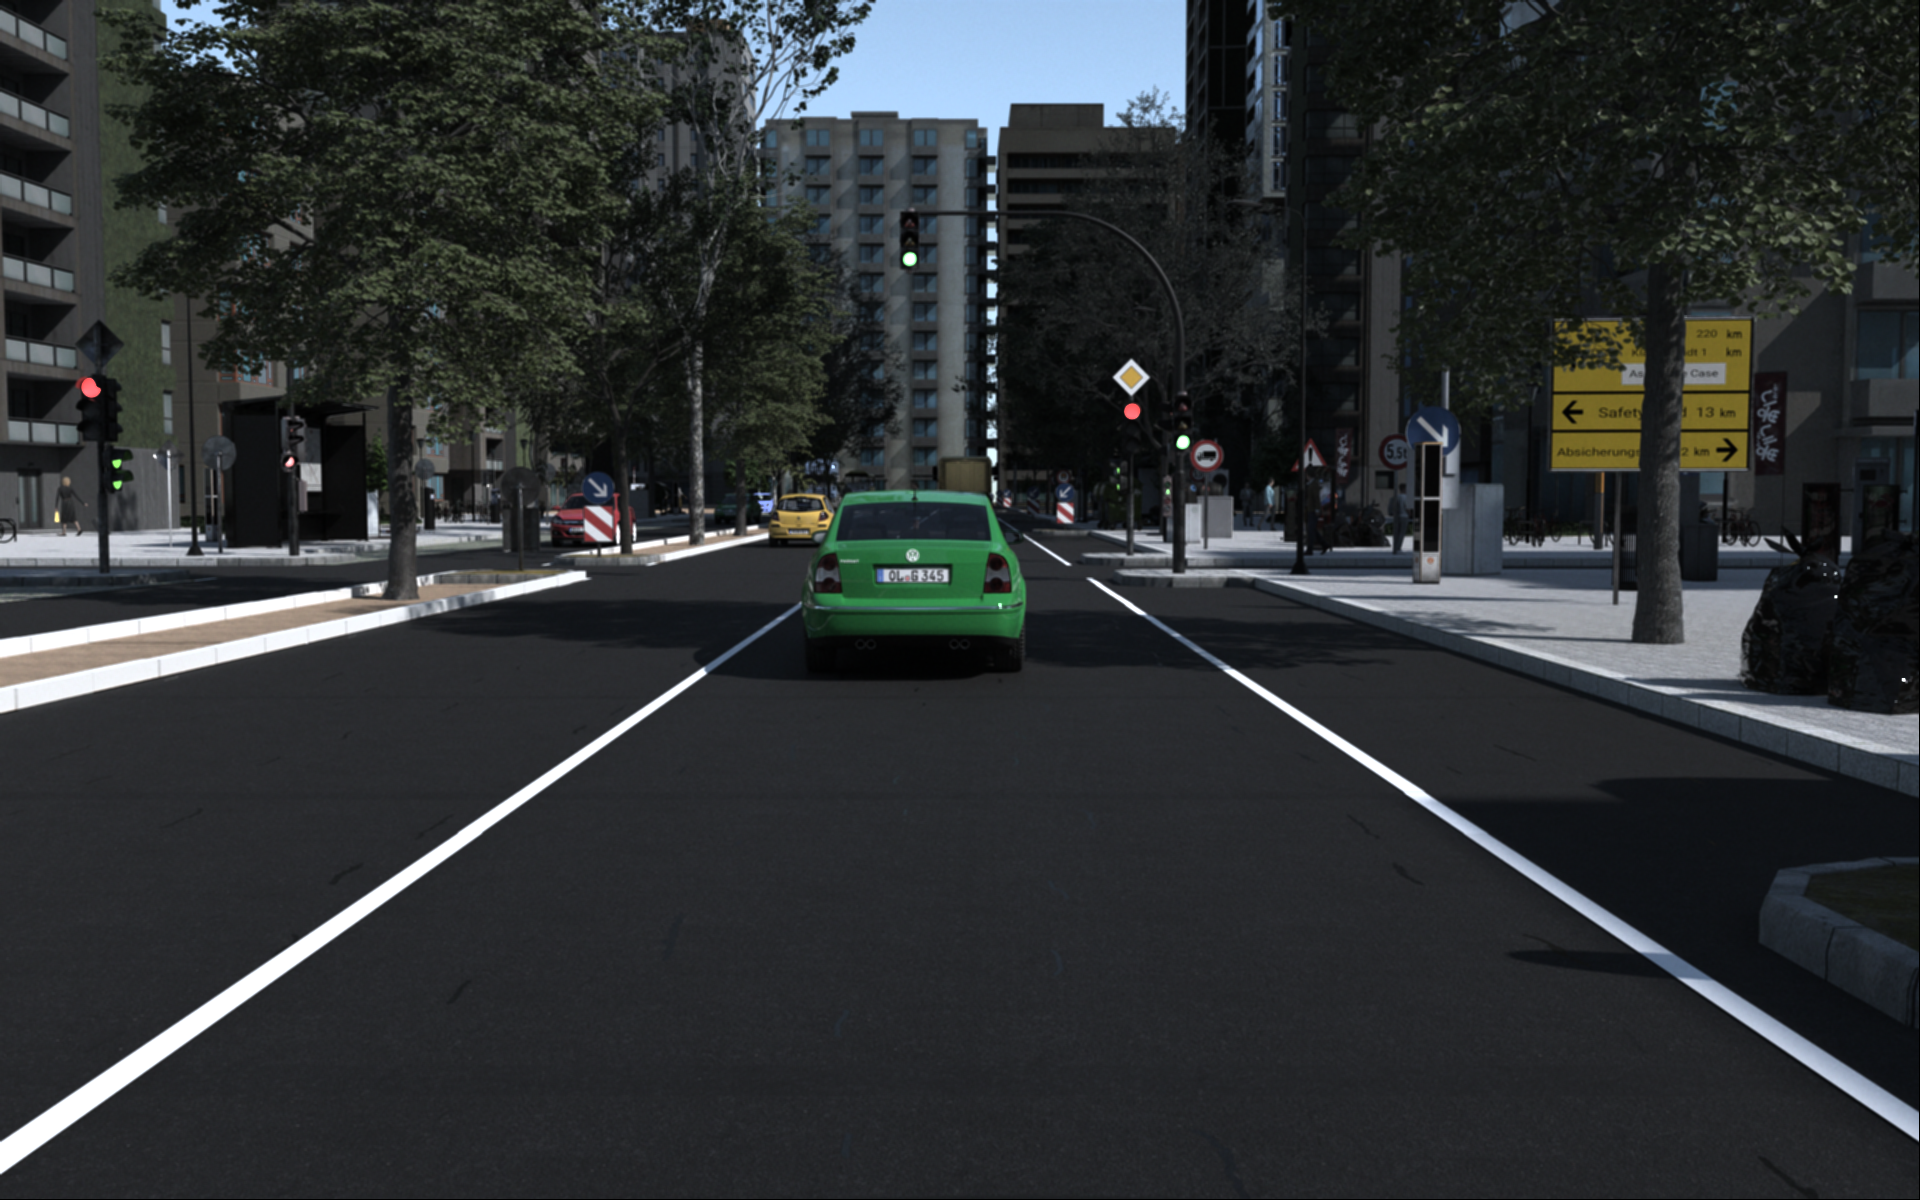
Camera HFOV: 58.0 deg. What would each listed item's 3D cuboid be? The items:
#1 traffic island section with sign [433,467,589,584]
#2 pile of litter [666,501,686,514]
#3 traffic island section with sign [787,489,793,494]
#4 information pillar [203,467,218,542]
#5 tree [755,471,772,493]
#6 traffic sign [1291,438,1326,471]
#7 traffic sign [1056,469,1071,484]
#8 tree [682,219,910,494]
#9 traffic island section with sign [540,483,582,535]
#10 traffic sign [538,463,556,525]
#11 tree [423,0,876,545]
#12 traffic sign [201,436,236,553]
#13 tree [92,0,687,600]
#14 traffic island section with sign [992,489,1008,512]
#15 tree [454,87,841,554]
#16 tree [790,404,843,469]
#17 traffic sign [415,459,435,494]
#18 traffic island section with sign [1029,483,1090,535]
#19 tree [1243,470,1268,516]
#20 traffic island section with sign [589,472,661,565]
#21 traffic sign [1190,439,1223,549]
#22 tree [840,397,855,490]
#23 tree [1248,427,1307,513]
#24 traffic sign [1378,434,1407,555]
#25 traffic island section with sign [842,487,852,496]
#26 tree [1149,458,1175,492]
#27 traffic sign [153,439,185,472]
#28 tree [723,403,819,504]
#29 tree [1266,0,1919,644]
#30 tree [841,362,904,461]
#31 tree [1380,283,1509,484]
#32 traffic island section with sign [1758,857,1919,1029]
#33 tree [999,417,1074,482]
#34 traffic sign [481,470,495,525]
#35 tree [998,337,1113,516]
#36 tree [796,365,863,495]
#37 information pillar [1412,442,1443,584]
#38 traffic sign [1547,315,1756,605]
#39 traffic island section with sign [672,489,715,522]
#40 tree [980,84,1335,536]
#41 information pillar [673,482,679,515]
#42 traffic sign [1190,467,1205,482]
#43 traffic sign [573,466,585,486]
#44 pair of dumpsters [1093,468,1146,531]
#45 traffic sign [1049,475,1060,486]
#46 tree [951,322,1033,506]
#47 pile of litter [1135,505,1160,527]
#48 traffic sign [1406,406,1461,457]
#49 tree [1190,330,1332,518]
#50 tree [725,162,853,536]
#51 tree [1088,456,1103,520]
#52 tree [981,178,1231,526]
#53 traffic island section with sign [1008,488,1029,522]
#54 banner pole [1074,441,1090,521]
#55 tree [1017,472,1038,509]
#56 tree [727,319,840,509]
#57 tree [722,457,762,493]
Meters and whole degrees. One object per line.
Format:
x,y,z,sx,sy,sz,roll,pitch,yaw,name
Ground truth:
-7.335,-1.234,28.311,2.006,1.907,1.989,0,3,0,traffic island section with sign
-18.298,-5.913,110.635,1.719,0.858,1.176,1,4,19,pile of litter
-13.489,-7.945,138.530,1.989,1.847,2.006,0,3,0,traffic island section with sign
-20.077,-2.572,46.545,0.304,2.012,0.304,2,4,26,information pillar
-16.714,-9.377,147.907,1.663,3.219,1.824,0,3,0,tree
8.150,-2.467,40.340,0.884,2.594,0.081,0,4,7,traffic sign
5.349,-5.466,89.468,0.768,2.556,0.104,0,4,3,traffic sign
-7.296,-10.001,76.350,12.009,13.543,11.850,0,3,0,tree
-13.542,-3.183,60.670,1.989,1.847,2.006,0,3,0,traffic island section with sign
-17.041,-4.363,71.445,0.768,2.556,0.104,0,4,2,traffic sign
-8.559,-11.635,48.583,12.611,20.169,13.585,0,3,0,tree
-16.139,-2.301,37.727,0.768,2.556,0.104,0,4,2,traffic sign
-7.641,-6.291,23.444,7.486,12.596,7.792,0,3,0,tree
3.628,-7.902,137.833,1.989,1.847,2.006,0,3,0,traffic island section with sign
-7.386,-6.218,38.532,8.767,10.594,7.601,0,3,0,tree
-16.077,-15.976,186.964,9.928,11.665,9.643,0,3,0,tree
-19.413,-3.835,62.802,0.768,2.556,0.104,1,4,8,traffic sign
3.575,-3.229,61.419,1.989,1.847,2.006,0,3,0,traffic island section with sign
17.688,-6.574,102.079,1.663,3.219,1.824,0,3,0,tree
-7.321,-1.687,35.719,2.006,1.907,1.989,0,3,0,traffic island section with sign
5.718,-2.453,40.220,0.768,2.556,0.104,0,4,7,traffic sign
-7.144,-8.086,85.024,4.737,8.622,4.395,0,3,0,tree
15.589,-6.153,84.318,4.285,4.588,4.351,0,3,0,tree
9.213,-2.233,36.617,0.768,2.556,0.104,0,4,2,traffic sign
-7.284,-6.283,110.857,2.006,1.907,1.989,0,3,0,traffic island section with sign
9.573,-5.111,78.161,1.663,3.219,1.824,0,3,0,tree
-19.009,-2.563,41.638,0.795,2.593,0.064,0,4,5,traffic sign
-16.283,-14.522,154.449,9.611,12.733,9.660,0,3,0,tree
6.205,-5.876,14.207,7.486,12.596,7.792,0,3,0,tree
-7.303,-9.822,97.462,8.767,10.594,7.601,0,3,0,tree
16.595,-6.653,59.137,4.737,8.622,4.395,0,3,0,tree
3.547,0.218,5.059,1.989,1.847,2.006,0,3,0,traffic island section with sign
6.951,-13.682,158.117,7.601,10.594,8.767,1,4,19,tree
-19.665,-4.281,72.125,0.606,2.300,0.079,1,4,8,traffic sign
5.770,-10.830,102.818,9.928,11.665,9.643,0,3,0,tree
-7.061,-8.370,89.664,4.360,8.622,3.978,0,3,0,tree
6.676,-1.239,24.743,0.304,2.012,0.304,0,4,-7,information pillar
7.913,-1.593,19.918,2.265,3.308,0.079,0,4,6,traffic sign
-13.523,-4.869,88.228,1.989,1.847,2.006,0,3,0,traffic island section with sign
6.193,-8.722,52.977,12.009,13.543,11.850,0,3,0,tree
-17.280,-6.169,105.358,0.304,2.012,0.304,0,4,-6,information pillar
10.462,-4.643,76.026,0.768,2.556,0.104,0,4,7,traffic sign
-17.649,-4.940,80.773,0.884,2.594,0.081,0,4,7,traffic sign
5.740,-3.665,62.415,1.574,2.255,4.437,0,4,0,pair of dumpsters
6.003,-6.651,108.847,0.768,2.556,0.104,1,4,9,traffic sign
5.426,-20.414,189.660,12.611,20.169,13.585,0,3,0,tree
7.533,-3.381,69.245,1.176,0.858,1.719,3,5,44,pile of litter
6.833,-1.528,25.086,0.768,2.556,0.104,1,4,10,traffic sign
15.556,-9.715,93.254,8.767,10.594,7.601,0,4,6,tree
-7.561,-8.462,58.944,7.486,12.596,7.792,0,3,0,tree
6.626,-5.497,84.472,1.663,3.219,1.824,0,3,0,tree
5.878,-9.954,69.408,9.857,13.997,8.962,0,3,0,tree
3.602,-4.884,88.486,1.989,1.847,2.006,0,3,0,traffic island section with sign
5.794,-5.627,82.020,0.863,3.779,0.401,1,4,19,banner pole
5.973,-9.533,150.465,1.663,3.219,1.824,0,3,0,tree
-7.048,-6.917,65.917,4.737,8.622,4.395,0,3,0,tree
-16.422,-8.974,130.436,4.285,4.588,4.351,0,3,0,tree
